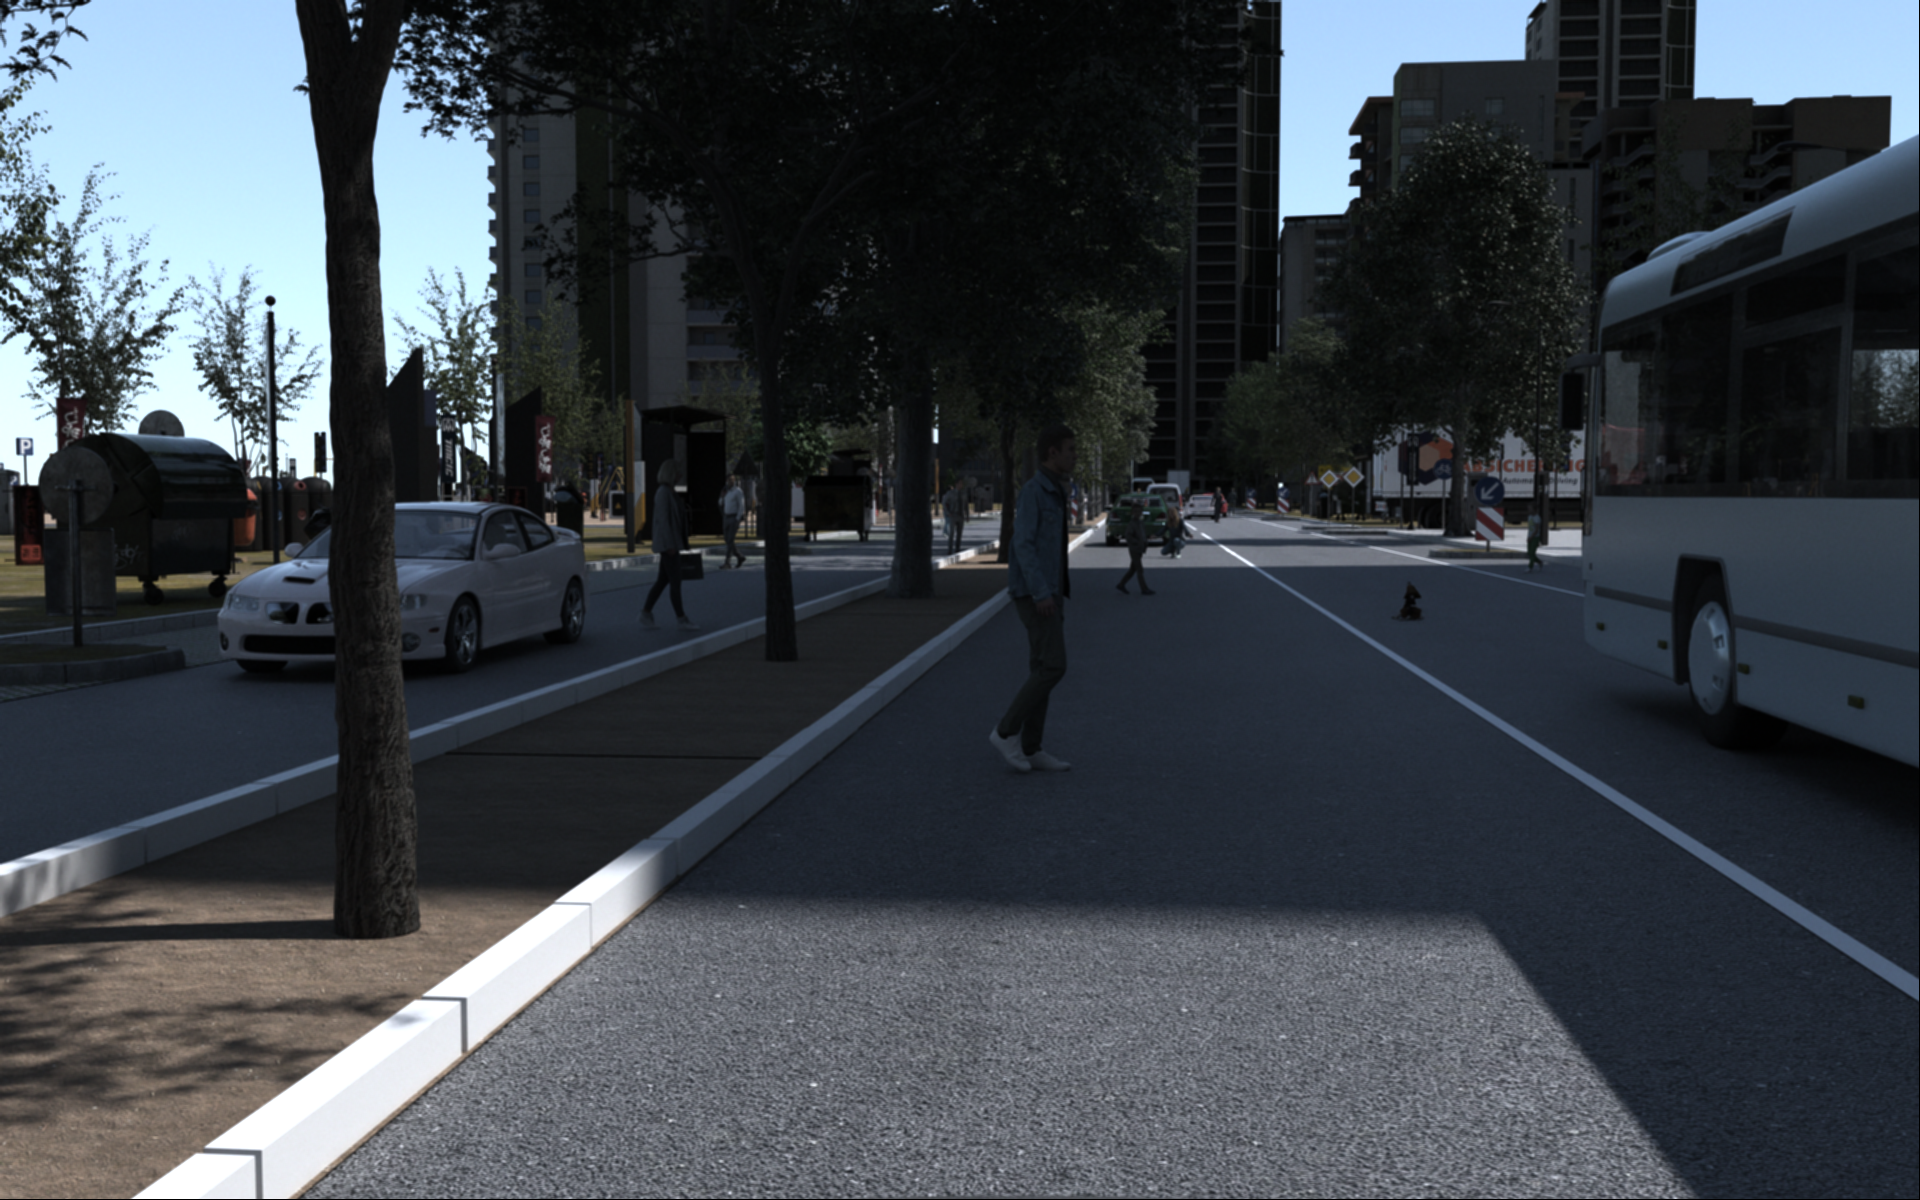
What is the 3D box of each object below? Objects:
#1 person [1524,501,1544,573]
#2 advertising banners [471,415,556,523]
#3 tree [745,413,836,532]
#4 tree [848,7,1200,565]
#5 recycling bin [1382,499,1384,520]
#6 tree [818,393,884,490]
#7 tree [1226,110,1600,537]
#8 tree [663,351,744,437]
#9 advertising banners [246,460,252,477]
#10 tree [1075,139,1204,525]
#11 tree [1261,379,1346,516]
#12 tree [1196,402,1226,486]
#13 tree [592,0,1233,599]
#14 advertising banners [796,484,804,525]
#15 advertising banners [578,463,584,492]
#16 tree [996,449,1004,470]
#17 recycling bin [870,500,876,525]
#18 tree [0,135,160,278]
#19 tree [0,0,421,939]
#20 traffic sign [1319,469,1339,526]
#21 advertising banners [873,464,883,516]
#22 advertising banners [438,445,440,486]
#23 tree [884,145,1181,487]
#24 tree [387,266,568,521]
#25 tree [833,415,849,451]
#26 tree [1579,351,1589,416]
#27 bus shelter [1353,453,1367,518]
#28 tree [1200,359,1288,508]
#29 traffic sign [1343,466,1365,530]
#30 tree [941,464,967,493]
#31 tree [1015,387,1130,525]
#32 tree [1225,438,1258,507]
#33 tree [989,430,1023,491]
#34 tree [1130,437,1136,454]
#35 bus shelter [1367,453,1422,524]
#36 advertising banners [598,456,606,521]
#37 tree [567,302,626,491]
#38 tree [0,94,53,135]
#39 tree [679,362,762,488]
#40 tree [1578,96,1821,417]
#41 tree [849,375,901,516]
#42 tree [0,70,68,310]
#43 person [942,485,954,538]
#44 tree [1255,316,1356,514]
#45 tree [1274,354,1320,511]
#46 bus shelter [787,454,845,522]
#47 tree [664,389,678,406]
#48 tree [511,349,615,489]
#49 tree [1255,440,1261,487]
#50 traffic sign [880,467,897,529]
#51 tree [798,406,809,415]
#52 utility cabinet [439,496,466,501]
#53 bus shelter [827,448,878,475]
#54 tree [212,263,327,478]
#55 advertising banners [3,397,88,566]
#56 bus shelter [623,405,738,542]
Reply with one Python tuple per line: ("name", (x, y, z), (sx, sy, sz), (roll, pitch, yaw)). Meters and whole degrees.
("person", (10.526, -1.160, 31.718), (0.590, 1.304, 0.306), (-2, 4, -35))
("advertising banners", (-9.714, -2.546, 37.822), (2.074, 3.025, 0.090), (-3, 5, -43))
("tree", (-5.791, -4.576, 58.537), (4.285, 4.588, 4.351), (0, 3, 0))
("tree", (1.059, -6.535, 35.057), (9.928, 11.665, 9.643), (0, 3, 0))
("recycling bin", (21.071, -4.395, 84.406), (0.722, 1.027, 0.722), (-2, 4, -27))
("tree", (-6.528, -9.764, 110.004), (4.737, 8.622, 4.395), (0, 3, 0))
("tree", (15.003, -8.262, 52.090), (9.611, 12.733, 9.660), (0, 3, 0))
("tree", (-13.041, -8.484, 89.084), (4.360, 8.622, 3.978), (0, 3, 0))
("advertising banners", (-36.633, -5.626, 88.168), (0.090, 3.025, 2.074), (1, 4, 12))
("tree", (5.904, -14.381, 93.473), (12.611, 20.169, 13.585), (0, 3, 0))
("tree", (20.757, -9.228, 101.233), (4.360, 8.622, 3.978), (0, 3, 0))
("tree", (30.757, -16.738, 190.667), (9.611, 12.733, 9.660), (0, 3, 0))
("tree", (-0.678, -6.998, 23.530), (9.857, 13.997, 8.962), (0, 3, 0))
("advertising banners", (-6.176, -4.689, 72.847), (2.074, 3.025, 0.090), (-3, 5, -41))
("advertising banners", (-22.947, -6.510, 102.627), (0.090, 3.025, 2.074), (2, 4, 27))
("tree", (4.944, -13.035, 163.489), (4.737, 8.622, 4.395), (0, 3, 0))
("recycling bin", (-3.888, -3.615, 71.663), (0.722, 1.027, 0.722), (0, 4, 6))
("tree", (-19.394, -5.364, 38.058), (4.360, 8.622, 3.978), (0, 3, 0))
("tree", (-1.847, -4.209, 5.693), (8.767, 10.594, 7.601), (0, 4, 6))
("traffic sign", (14.839, -4.039, 69.675), (0.795, 2.450, 0.064), (0, 4, 6))
("advertising banners", (-4.790, -6.289, 99.009), (0.090, 3.025, 2.074), (1, 4, 18))
("advertising banners", (-18.987, -3.984, 61.333), (2.074, 3.025, 0.090), (3, 5, 39))
("tree", (1.661, -7.536, 43.804), (7.486, 12.596, 7.792), (0, 3, 0))
("tree", (-15.916, -6.413, 55.210), (4.737, 8.622, 4.395), (0, 3, 0))
("tree", (-7.019, -10.871, 128.103), (4.360, 8.622, 3.978), (0, 3, 0))
("tree", (29.352, -7.752, 77.106), (4.360, 8.622, 3.978), (0, 3, 0))
("bus shelter", (22.084, -6.969, 91.569), (2.179, 5.291, 8.768), (0, 4, 6))
("tree", (26.994, -15.115, 157.504), (12.009, 13.543, 11.850), (0, 3, 0))
("traffic sign", (14.015, -3.553, 61.732), (0.795, 2.450, 0.064), (0, 4, 6))
("tree", (-0.535, -7.110, 110.851), (1.663, 3.219, 1.824), (0, 3, 0))
("tree", (4.686, -7.266, 71.618), (4.737, 8.622, 4.395), (0, 3, 0))
("tree", (29.260, -13.863, 177.023), (4.737, 8.622, 4.395), (0, 3, 0))
("tree", (4.142, -12.025, 146.969), (4.360, 8.622, 3.978), (0, 3, 0))
("tree", (11.051, -10.796, 129.328), (4.737, 8.622, 4.395), (0, 3, 0))
("bus shelter", (20.011, -6.101, 77.379), (2.179, 5.291, 8.768), (0, 4, 6))
("advertising banners", (-16.853, -5.217, 81.493), (0.090, 3.025, 2.074), (0, 4, -3))
("tree", (-14.803, -6.789, 61.357), (4.737, 8.622, 4.395), (0, 3, 0))
("tree", (-16.831, -4.754, 28.097), (4.360, 8.622, 3.978), (0, 3, 0))
("tree", (-12.465, -8.877, 95.501), (4.737, 8.622, 4.395), (0, 3, 0))
("tree", (13.993, -5.038, 32.732), (4.737, 8.622, 4.395), (0, 3, 0))
("tree", (-4.223, -9.347, 103.190), (4.360, 8.622, 3.978), (0, 3, 0))
("tree", (-14.175, -4.405, 22.379), (4.737, 8.622, 4.395), (0, 3, 0))
("person", (-0.410, -2.912, 56.952), (0.643, 1.720, 0.563), (-2, 4, -33))
("tree", (22.578, -11.766, 110.503), (7.486, 12.596, 7.792), (0, 3, 0))
("tree", (23.801, -12.519, 130.438), (9.928, 11.665, 9.643), (0, 3, 0))
("bus shelter", (-6.881, -5.357, 81.515), (2.014, 3.302, 5.546), (0, 4, 6))
("tree", (-16.355, -9.568, 106.806), (4.737, 8.622, 4.395), (0, 3, 0))
("tree", (-19.854, -8.386, 87.476), (4.360, 8.622, 3.978), (0, 3, 0))
("tree", (25.389, -11.504, 138.455), (4.360, 8.622, 3.978), (0, 3, 0))
("traffic sign", (-2.539, -3.659, 63.464), (0.795, 2.450, 0.064), (0, 4, 6))
("tree", (-9.804, -10.247, 117.908), (4.737, 8.622, 4.395), (0, 3, 0))
("utility cabinet", (-18.741, -3.226, 63.901), (1.020, 1.237, 0.306), (-3, 5, -43))
("bus shelter", (-5.622, -6.122, 91.374), (1.731, 3.624, 6.357), (0, 4, 6))
("tree", (-22.669, -6.402, 55.039), (4.360, 8.622, 3.978), (0, 3, 0))
("advertising banners", (-16.738, -2.132, 31.039), (2.074, 3.025, 0.090), (-2, 4, -29))
("bus shelter", (-7.798, -3.525, 48.910), (1.731, 3.624, 6.357), (0, 4, 6))
